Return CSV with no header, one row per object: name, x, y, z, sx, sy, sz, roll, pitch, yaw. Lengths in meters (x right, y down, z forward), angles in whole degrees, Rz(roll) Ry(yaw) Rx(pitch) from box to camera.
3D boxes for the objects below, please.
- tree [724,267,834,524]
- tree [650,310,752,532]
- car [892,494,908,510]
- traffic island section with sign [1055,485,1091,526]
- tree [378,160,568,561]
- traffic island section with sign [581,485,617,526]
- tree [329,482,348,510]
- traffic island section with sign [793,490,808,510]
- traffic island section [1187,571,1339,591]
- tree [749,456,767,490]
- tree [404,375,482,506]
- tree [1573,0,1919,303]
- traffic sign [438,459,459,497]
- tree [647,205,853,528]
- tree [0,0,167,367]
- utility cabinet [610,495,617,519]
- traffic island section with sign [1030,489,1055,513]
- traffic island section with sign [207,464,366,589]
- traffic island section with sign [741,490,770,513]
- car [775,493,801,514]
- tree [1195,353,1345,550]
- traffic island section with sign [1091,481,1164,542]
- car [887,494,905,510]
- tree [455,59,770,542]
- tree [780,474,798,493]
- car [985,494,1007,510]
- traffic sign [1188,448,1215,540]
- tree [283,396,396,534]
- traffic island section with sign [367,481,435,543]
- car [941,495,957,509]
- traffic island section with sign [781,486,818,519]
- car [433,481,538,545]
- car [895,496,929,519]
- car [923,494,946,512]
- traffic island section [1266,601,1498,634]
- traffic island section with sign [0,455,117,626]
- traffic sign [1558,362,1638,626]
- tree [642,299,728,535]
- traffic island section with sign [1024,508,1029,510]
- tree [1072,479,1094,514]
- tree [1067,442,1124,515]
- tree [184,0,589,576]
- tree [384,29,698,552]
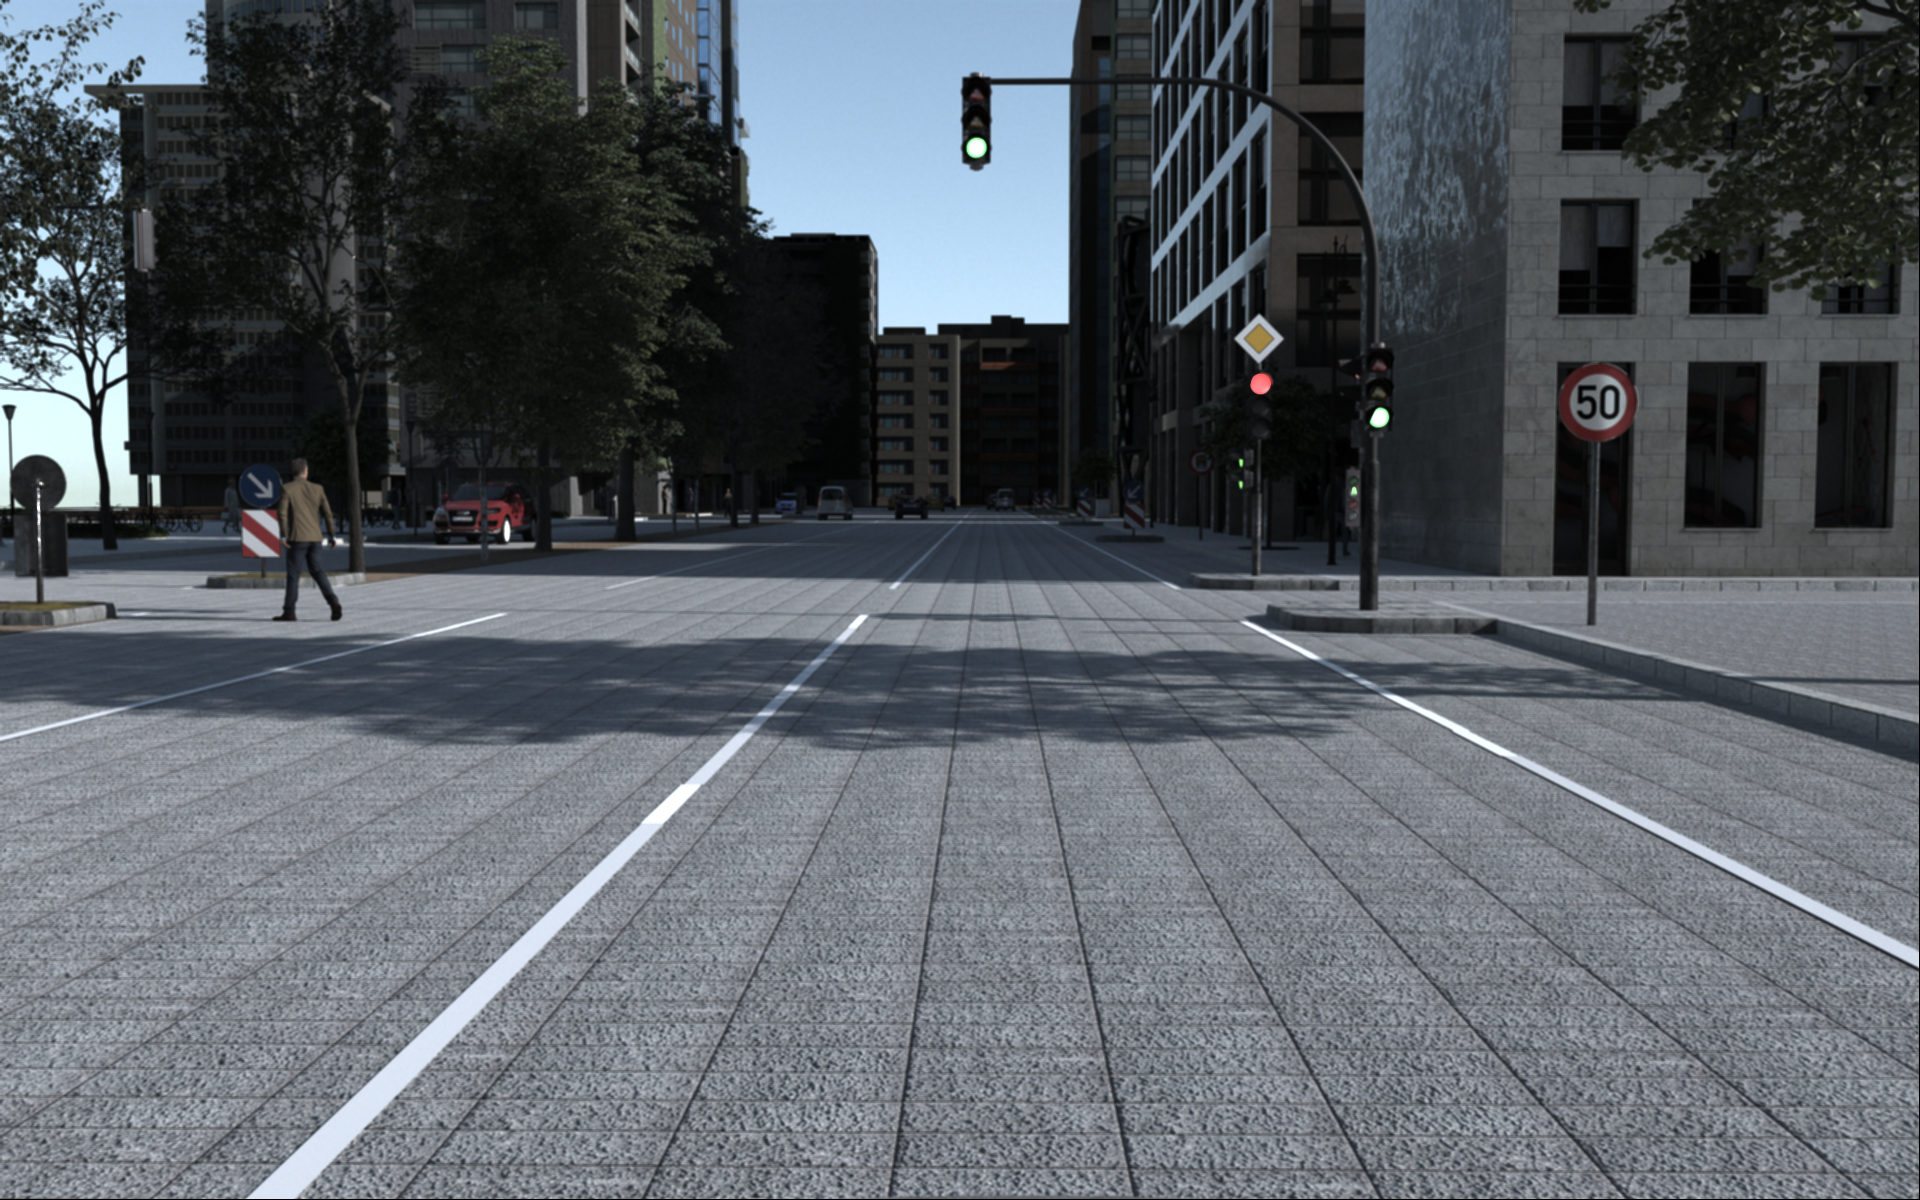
tree,-9.958,-9.946,83.203,7.486,12.596,7.792,0,3,0
tree,-9.904,-6.868,65.105,4.360,8.622,3.978,0,3,0
car,-5.406,-9.148,159.353,2.009,1.686,4.222,0,4,0
traffic island section with sign,5.524,-4.324,79.320,1.989,1.847,2.006,0,4,1
tree,-10.124,-5.121,36.555,4.737,8.622,4.395,0,3,0
traffic island section with sign,-16.098,-4.311,79.114,1.989,1.847,2.006,0,4,1
tree,-35.697,-6.489,100.695,1.663,3.219,1.824,0,3,0
traffic island section with sign,-14.823,-9.073,156.965,1.989,1.847,2.006,0,4,1
traffic island section,4.664,-0.298,27.160,2.009,0.180,2.903,0,4,1
tree,-18.137,-10.073,148.404,4.285,4.588,4.351,0,3,0
tree,-29.734,-9.133,99.690,4.360,8.622,3.978,0,3,0
tree,7.288,-5.675,10.919,7.486,12.596,7.792,0,3,0
traffic sign,-18.393,-3.801,62.258,0.768,2.556,0.104,0,4,1
tree,-9.605,-9.817,73.338,12.009,13.543,11.850,0,3,0
tree,-10.617,-3.986,17.984,4.360,8.622,3.978,0,3,0
utility cabinet,-17.938,-4.812,89.841,0.306,1.237,1.020,1,4,10
traffic island section with sign,6.339,-7.356,128.901,1.989,1.847,2.006,0,4,1
traffic island section with sign,-10.654,-1.158,27.072,2.006,1.907,1.989,0,4,1
traffic island section with sign,-15.269,-7.402,129.651,1.989,1.847,2.006,0,4,1
car,-12.280,-7.017,124.323,1.945,1.707,3.694,0,4,0
tree,7.272,-3.464,40.349,4.285,4.588,4.351,0,3,0
traffic island section with sign,5.088,-2.675,52.368,1.989,1.847,2.006,0,4,1
car,-5.465,-8.775,153.690,2.015,1.641,3.980,0,4,1
tree,-10.110,-8.733,51.893,9.857,13.997,8.962,0,3,0
tree,-16.960,-10.837,171.792,1.663,3.219,1.824,0,3,0
car,3.356,-8.900,157.305,2.131,1.459,4.920,0,4,1
traffic sign,6.694,-2.935,48.094,0.768,2.556,0.104,0,4,5
tree,-19.957,-4.415,55.894,4.285,4.588,4.351,0,3,0
traffic island section with sign,-16.544,-2.663,52.162,1.989,1.847,2.006,0,4,1
car,-1.259,-9.377,165.886,1.945,1.354,3.894,0,4,2
traffic island section with sign,-9.431,-5.753,102.200,2.006,1.907,1.989,0,4,1
car,-13.880,-2.580,50.856,2.281,1.827,5.304,0,4,0
car,-2.777,-5.339,99.875,1.945,1.354,3.894,0,4,2
car,-2.135,-8.042,141.705,2.015,1.641,3.980,0,4,-1
traffic island section,4.533,0.190,19.176,2.009,0.180,2.903,0,4,1
traffic island section with sign,-10.785,-0.705,19.666,2.006,1.907,1.989,0,4,1
traffic sign,6.177,-1.025,16.859,0.768,2.556,0.104,0,4,2
tree,-10.020,-6.584,60.467,4.737,8.622,4.395,0,3,0
traffic island section with sign,6.792,-9.039,156.419,1.989,1.847,2.006,0,4,1
tree,8.179,-7.322,114.314,1.663,3.219,1.824,0,3,0
tree,8.352,-7.489,106.161,4.285,4.588,4.351,0,3,0
tree,-10.459,-5.706,30.164,8.767,10.594,7.601,0,4,1
tree,-10.424,-7.487,42.997,7.486,12.596,7.792,0,3,0
